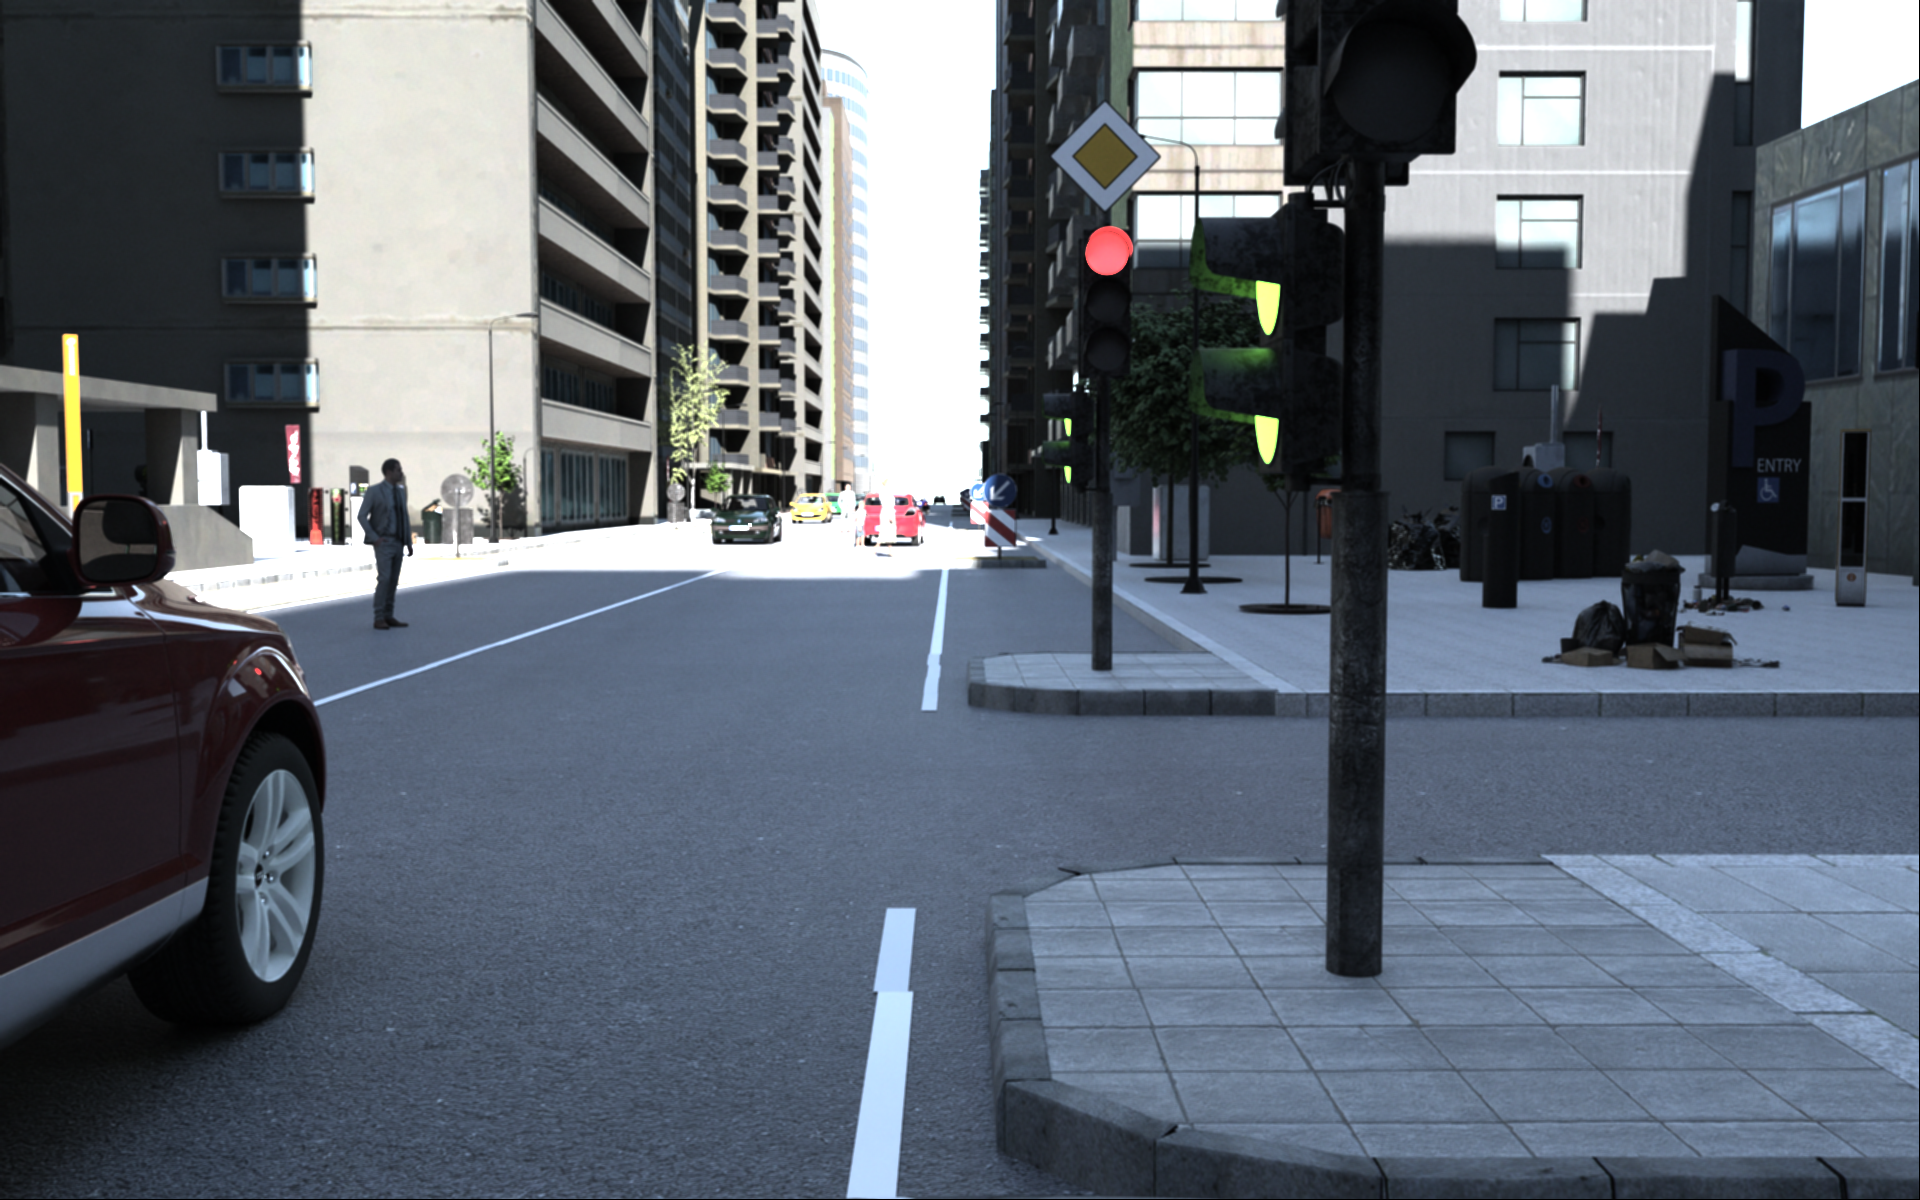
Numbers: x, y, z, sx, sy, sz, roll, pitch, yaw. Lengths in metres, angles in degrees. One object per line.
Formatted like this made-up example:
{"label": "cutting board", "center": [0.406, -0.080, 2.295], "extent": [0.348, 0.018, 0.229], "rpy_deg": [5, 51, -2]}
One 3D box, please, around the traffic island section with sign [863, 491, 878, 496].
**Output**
{"label": "traffic island section with sign", "center": [-10.495, -11.396, 194.958], "extent": [1.989, 1.847, 2.006], "rpy_deg": [0, 4, 0]}

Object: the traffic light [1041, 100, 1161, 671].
{"label": "traffic light", "center": [1.018, -1.444, 12.537], "extent": [0.839, 4.253, 0.868], "rpy_deg": [0, 4, 0]}

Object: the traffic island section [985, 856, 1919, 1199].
{"label": "traffic island section", "center": [1.083, 1.077, 4.666], "extent": [2.009, 0.180, 2.903], "rpy_deg": [0, 4, 0]}

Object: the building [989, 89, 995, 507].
{"label": "building", "center": [10.023, -30.260, 178.337], "extent": [14.154, 41.232, 14.086], "rpy_deg": [0, 4, 0]}

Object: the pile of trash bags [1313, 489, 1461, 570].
{"label": "pile of trash bags", "center": [7.502, -1.287, 30.790], "extent": [1.912, 1.369, 3.447], "rpy_deg": [-2, 4, -29]}

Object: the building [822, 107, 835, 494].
{"label": "building", "center": [-20.365, -30.224, 177.759], "extent": [14.154, 41.232, 14.086], "rpy_deg": [0, 4, 0]}

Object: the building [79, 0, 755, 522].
{"label": "building", "center": [-28.661, -24.924, 99.396], "extent": [32.217, 40.220, 23.993], "rpy_deg": [0, 4, 0]}

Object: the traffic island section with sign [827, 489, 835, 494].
{"label": "traffic island section with sign", "center": [-10.324, -8.013, 139.638], "extent": [1.989, 1.847, 2.006], "rpy_deg": [0, 4, 0]}

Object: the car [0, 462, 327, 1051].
{"label": "car", "center": [-2.833, 0.343, 3.073], "extent": [2.281, 1.827, 5.304], "rpy_deg": [0, 4, -1]}

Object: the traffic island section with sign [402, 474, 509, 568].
{"label": "traffic island section with sign", "center": [-9.995, -1.556, 34.074], "extent": [1.989, 1.847, 2.006], "rpy_deg": [0, 4, 0]}

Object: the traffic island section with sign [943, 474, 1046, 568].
{"label": "traffic island section with sign", "center": [0.667, -1.577, 34.408], "extent": [1.989, 1.847, 2.006], "rpy_deg": [0, 4, 0]}

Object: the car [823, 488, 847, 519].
{"label": "car", "center": [-7.514, -5.714, 102.213], "extent": [1.959, 1.807, 4.718], "rpy_deg": [0, 4, -2]}

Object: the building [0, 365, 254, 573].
{"label": "building", "center": [-28.908, -20.269, 23.272], "extent": [32.217, 40.220, 23.993], "rpy_deg": [0, 4, 0]}

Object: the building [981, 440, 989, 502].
{"label": "building", "center": [13.837, -54.255, 199.738], "extent": [22.319, 86.520, 31.000], "rpy_deg": [0, 4, 0]}

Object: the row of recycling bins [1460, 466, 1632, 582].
{"label": "row of recycling bins", "center": [8.869, -1.172, 26.269], "extent": [3.534, 1.692, 1.069], "rpy_deg": [-2, 4, -35]}

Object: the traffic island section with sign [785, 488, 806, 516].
{"label": "traffic island section with sign", "center": [-10.238, -6.335, 112.208], "extent": [1.989, 1.847, 2.006], "rpy_deg": [0, 4, 0]}

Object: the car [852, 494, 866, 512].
{"label": "car", "center": [-7.294, -6.747, 122.117], "extent": [2.131, 1.459, 4.920], "rpy_deg": [0, 4, -2]}

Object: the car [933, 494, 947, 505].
{"label": "car", "center": [-2.811, -14.032, 239.210], "extent": [2.009, 1.686, 4.222], "rpy_deg": [0, 4, 1]}

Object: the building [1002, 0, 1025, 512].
{"label": "building", "center": [10.167, -29.171, 127.055], "extent": [14.600, 45.320, 14.200], "rpy_deg": [0, 4, 0]}

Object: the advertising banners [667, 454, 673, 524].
{"label": "advertising banners", "center": [-12.533, -4.816, 74.929], "extent": [0.090, 3.025, 2.074], "rpy_deg": [-1, 4, -15]}

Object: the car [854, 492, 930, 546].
{"label": "car", "center": [-1.946, -2.434, 48.829], "extent": [2.155, 1.783, 4.494], "rpy_deg": [0, 4, 1]}

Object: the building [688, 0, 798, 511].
{"label": "building", "center": [-23.580, -28.809, 125.653], "extent": [22.147, 44.769, 28.867], "rpy_deg": [0, 4, 0]}

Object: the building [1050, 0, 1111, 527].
{"label": "building", "center": [15.261, -27.660, 71.855], "extent": [23.786, 49.044, 30.456], "rpy_deg": [0, 4, 0]}

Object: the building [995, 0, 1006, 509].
{"label": "building", "center": [13.510, -37.101, 148.598], "extent": [21.231, 58.520, 28.212], "rpy_deg": [0, 4, 0]}

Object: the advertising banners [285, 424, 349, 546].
{"label": "advertising banners", "center": [-16.007, -2.867, 43.057], "extent": [2.074, 3.025, 0.090], "rpy_deg": [2, 4, 28]}

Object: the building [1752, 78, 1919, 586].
{"label": "building", "center": [28.830, -43.249, 19.798], "extent": [31.000, 86.520, 22.319], "rpy_deg": [0, 4, 0]}

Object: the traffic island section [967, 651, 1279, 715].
{"label": "traffic island section", "center": [1.058, 0.589, 12.651], "extent": [2.009, 0.180, 2.903], "rpy_deg": [0, 4, 0]}

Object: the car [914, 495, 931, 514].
{"label": "car", "center": [-3.066, -6.775, 123.356], "extent": [1.945, 1.354, 3.894], "rpy_deg": [0, 4, 1]}

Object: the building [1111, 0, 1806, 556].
{"label": "building", "center": [10.555, -21.913, 41.865], "extent": [14.154, 41.232, 14.086], "rpy_deg": [0, 4, 0]}

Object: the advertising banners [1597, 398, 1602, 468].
{"label": "advertising banners", "center": [12.040, -2.234, 32.706], "extent": [0.090, 3.025, 2.074], "rpy_deg": [1, 4, 20]}

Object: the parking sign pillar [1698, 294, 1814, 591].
{"label": "parking sign pillar", "center": [10.866, -2.145, 23.548], "extent": [1.447, 3.967, 1.447], "rpy_deg": [-1, 4, -13]}

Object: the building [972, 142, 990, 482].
{"label": "building", "center": [13.607, -37.428, 231.552], "extent": [23.786, 49.044, 30.456], "rpy_deg": [0, 4, 0]}

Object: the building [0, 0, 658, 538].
{"label": "building", "center": [-23.097, -26.657, 59.544], "extent": [21.300, 48.544, 21.600], "rpy_deg": [0, 4, 0]}

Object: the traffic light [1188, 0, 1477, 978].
{"label": "traffic light", "center": [1.043, -0.956, 4.552], "extent": [0.839, 4.253, 0.868], "rpy_deg": [0, 4, 0]}

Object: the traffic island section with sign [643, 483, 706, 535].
{"label": "traffic island section with sign", "center": [-10.085, -3.228, 61.411], "extent": [1.989, 1.847, 2.006], "rpy_deg": [0, 4, 0]}

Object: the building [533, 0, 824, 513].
{"label": "building", "center": [-23.405, -32.234, 150.725], "extent": [21.300, 48.544, 21.600], "rpy_deg": [0, 4, 0]}

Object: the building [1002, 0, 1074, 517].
{"label": "building", "center": [13.812, -27.530, 104.739], "extent": [22.147, 44.769, 28.867], "rpy_deg": [0, 4, 0]}

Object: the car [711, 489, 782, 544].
{"label": "car", "center": [-6.195, -2.491, 50.518], "extent": [2.009, 1.686, 4.222], "rpy_deg": [0, 4, 0]}

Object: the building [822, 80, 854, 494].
{"label": "building", "center": [-19.447, -33.128, 191.754], "extent": [14.600, 45.320, 14.200], "rpy_deg": [0, 4, 0]}

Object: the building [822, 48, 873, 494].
{"label": "building", "center": [-22.707, -41.971, 228.225], "extent": [21.231, 58.520, 28.212], "rpy_deg": [0, 4, 0]}
